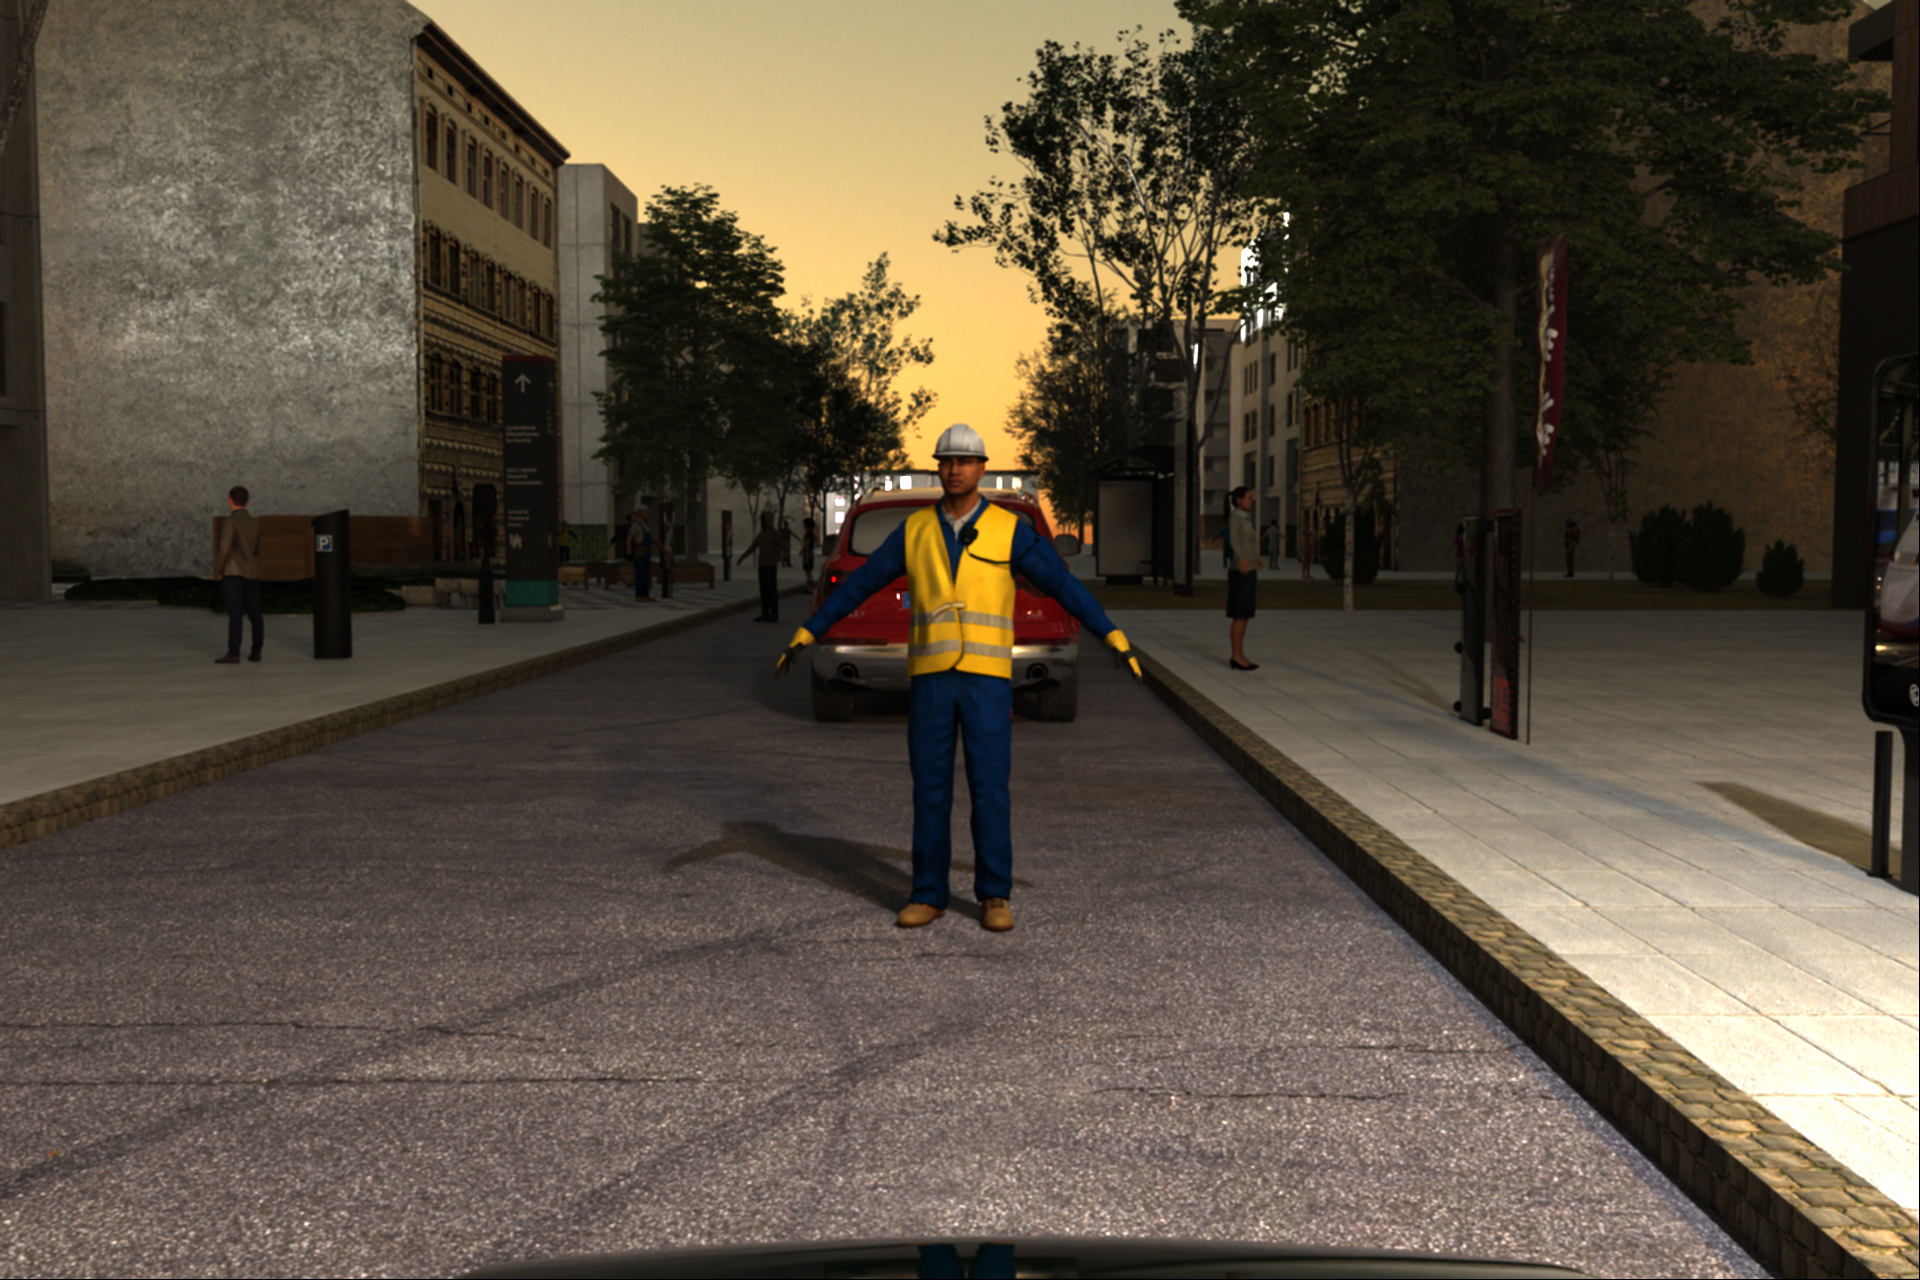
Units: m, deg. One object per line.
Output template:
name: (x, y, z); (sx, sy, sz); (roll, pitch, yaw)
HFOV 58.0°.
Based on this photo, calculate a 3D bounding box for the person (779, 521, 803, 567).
person: (-6.809, -3.778, 68.034); (1.348, 1.796, 0.705); (2, 4, 26)

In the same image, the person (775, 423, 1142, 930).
person: (-0.003, 0.128, 6.341); (1.349, 1.833, 0.705); (1, 4, 11)

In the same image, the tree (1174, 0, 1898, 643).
tree: (6.285, -6.215, 19.735); (7.486, 12.596, 7.792); (0, 3, 0)

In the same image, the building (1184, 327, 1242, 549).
building: (25.706, -18.477, 158.519); (16.016, 20.090, 11.380); (0, 4, 0)

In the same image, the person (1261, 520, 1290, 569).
person: (11.414, -3.468, 62.885); (0.705, 1.806, 1.347); (-3, 4, -38)

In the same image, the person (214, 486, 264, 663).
person: (-7.330, -0.662, 17.405); (0.750, 1.759, 0.617); (2, 4, 35)

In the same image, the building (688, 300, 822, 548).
building: (-23.277, -20.427, 164.915); (19.493, 23.208, 18.063); (0, 3, 0)

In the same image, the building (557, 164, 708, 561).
building: (-25.234, -14.213, 98.846); (16.747, 18.905, 31.486); (0, 4, 1)

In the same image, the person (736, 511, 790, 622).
person: (-3.160, -1.204, 28.267); (0.705, 1.813, 1.348); (-3, 5, -44)

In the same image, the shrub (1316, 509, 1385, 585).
shrub: (9.950, -2.427, 44.093); (1.690, 2.028, 1.600); (0, 3, 0)

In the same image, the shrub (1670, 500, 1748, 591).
shrub: (16.822, -2.135, 38.944); (1.661, 2.075, 1.752); (0, 3, 0)

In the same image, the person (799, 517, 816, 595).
person: (-3.620, -1.986, 41.070); (0.704, 1.843, 1.345); (0, 4, 3)

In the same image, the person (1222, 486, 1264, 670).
person: (2.749, -0.587, 16.422); (0.721, 1.735, 1.217); (1, 4, 16)

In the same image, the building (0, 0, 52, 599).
building: (-26.520, -9.294, 18.416); (16.747, 18.905, 31.486); (0, 4, 0)

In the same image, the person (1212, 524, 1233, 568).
person: (10.131, -3.616, 65.253); (1.347, 1.817, 0.704); (1, 4, 22)

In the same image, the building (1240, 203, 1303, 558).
building: (25.702, -13.856, 93.007); (16.747, 18.905, 31.486); (0, 4, 1)

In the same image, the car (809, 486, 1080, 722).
car: (-0.093, -0.372, 14.748); (2.281, 1.827, 5.304); (0, 4, 1)

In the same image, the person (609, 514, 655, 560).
person: (-8.992, -2.530, 47.304); (1.347, 1.837, 0.705); (1, 4, 11)

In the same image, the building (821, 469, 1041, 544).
building: (-3.772, -17.159, 225.150); (28.070, 9.664, 9.099); (0, 4, 6)

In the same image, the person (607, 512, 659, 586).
person: (-7.953, -2.218, 42.401); (1.346, 1.812, 0.704); (0, 4, 7)

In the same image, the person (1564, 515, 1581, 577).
person: (18.178, -2.807, 51.656); (0.705, 1.858, 1.354); (1, 4, 22)

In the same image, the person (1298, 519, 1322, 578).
person: (10.133, -2.654, 50.201); (0.721, 1.733, 1.217); (3, 5, 43)

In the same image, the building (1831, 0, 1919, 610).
building: (25.677, -10.370, 13.520); (27.936, 21.610, 32.646); (0, 4, 1)

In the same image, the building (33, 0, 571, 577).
building: (-25.237, -14.015, 60.067); (19.493, 23.208, 18.063); (0, 4, 0)

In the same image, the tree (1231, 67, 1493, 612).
tree: (6.608, -4.755, 28.110); (4.737, 8.622, 4.395); (0, 3, 0)

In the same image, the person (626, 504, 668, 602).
person: (-5.988, -1.650, 32.832); (0.705, 1.847, 1.347); (1, 4, 22)

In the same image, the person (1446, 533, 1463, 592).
person: (11.121, -1.775, 38.286); (0.991, 1.433, 0.599); (-2, 4, -24)

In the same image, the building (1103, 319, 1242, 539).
building: (28.618, -20.629, 181.266); (27.936, 21.610, 32.646); (0, 4, 1)

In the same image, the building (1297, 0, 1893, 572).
building: (24.176, -14.451, 67.196); (19.493, 23.208, 18.063); (0, 4, 1)

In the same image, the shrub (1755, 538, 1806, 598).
shrub: (16.584, -1.461, 35.009); (1.383, 1.207, 1.383); (0, 3, 0)

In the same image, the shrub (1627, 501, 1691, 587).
shrub: (17.042, -2.316, 41.915); (1.661, 2.075, 1.752); (0, 3, 0)

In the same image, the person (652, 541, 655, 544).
person: (-12.658, -3.879, 69.209); (1.354, 1.856, 0.705); (3, 5, 45)

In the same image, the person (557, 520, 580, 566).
person: (-13.478, -3.207, 58.896); (1.216, 1.772, 0.721); (1, 4, 11)
